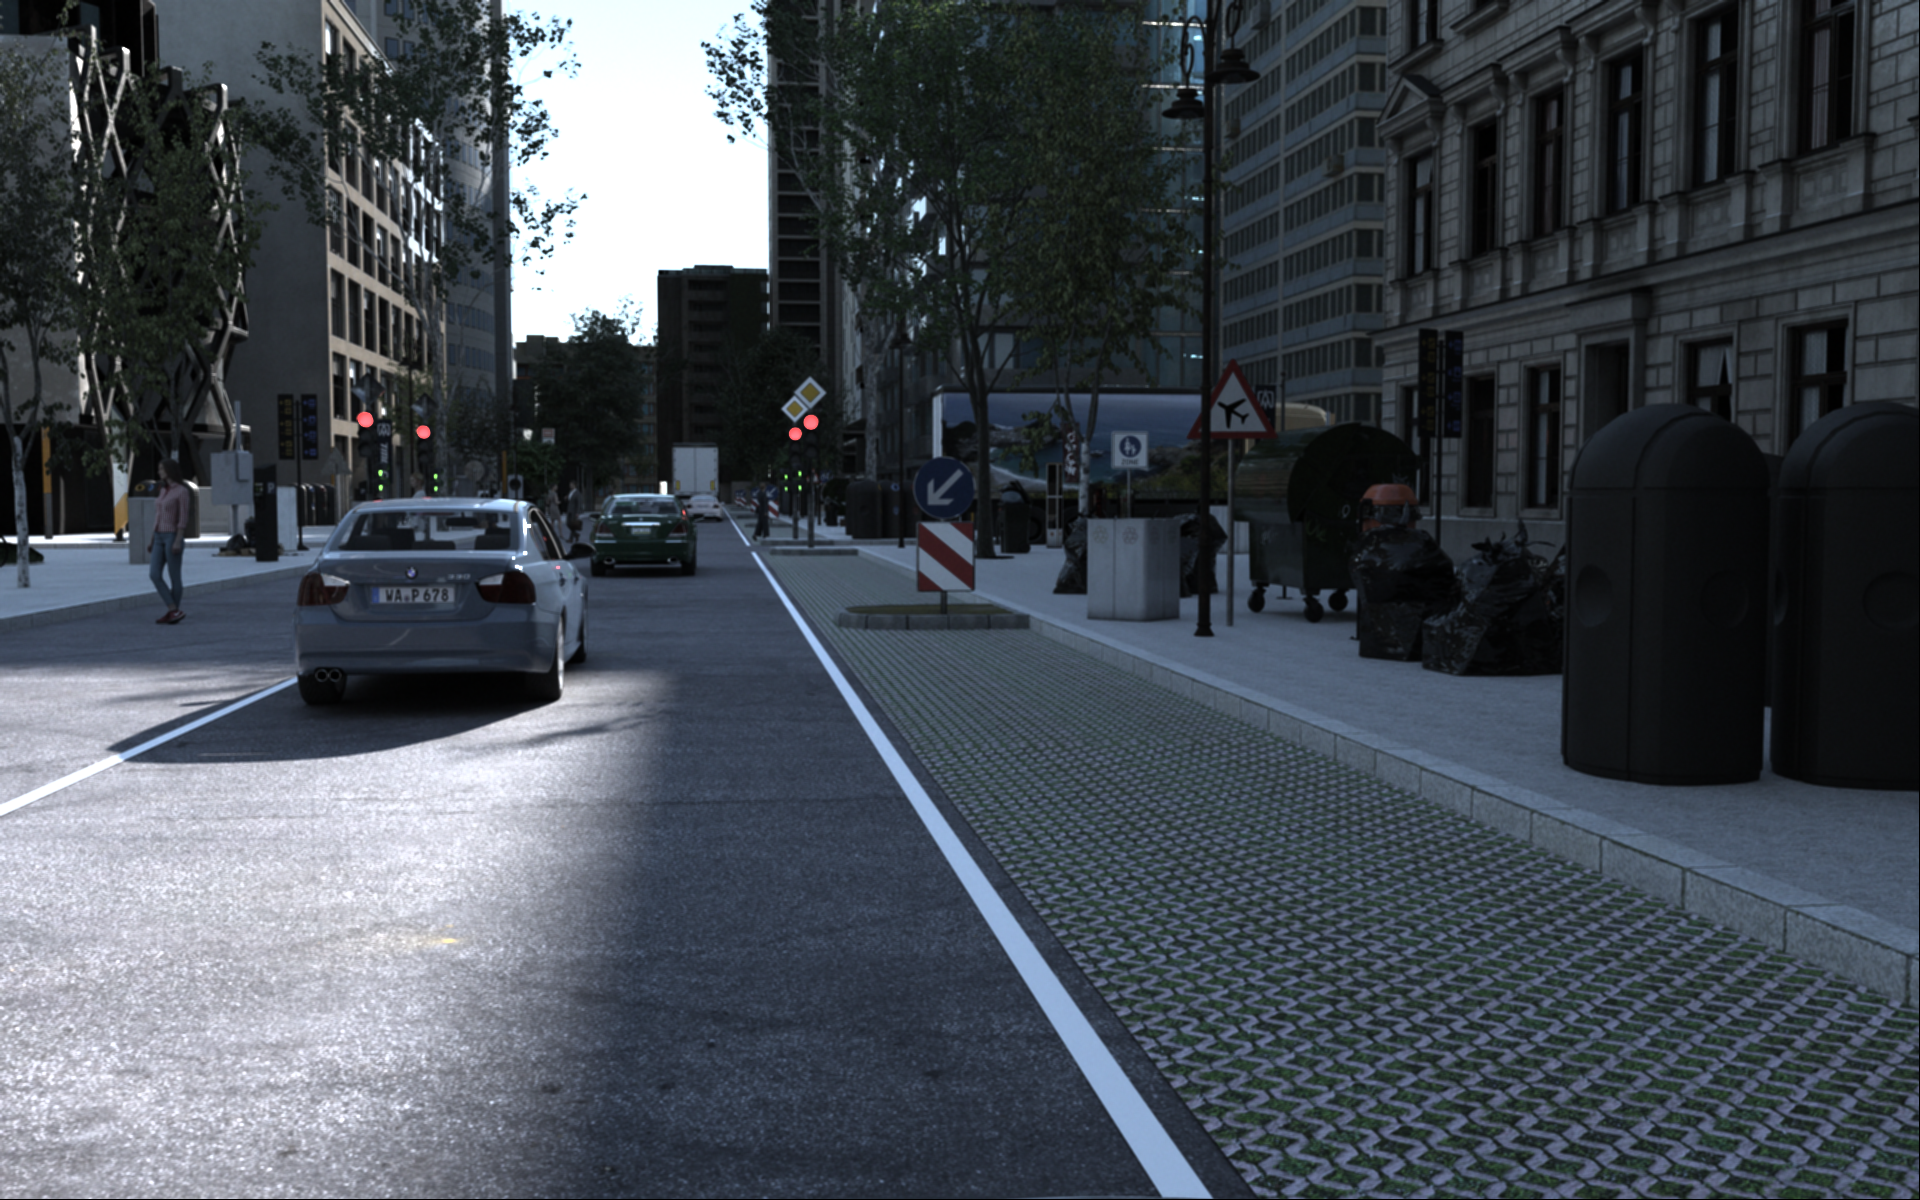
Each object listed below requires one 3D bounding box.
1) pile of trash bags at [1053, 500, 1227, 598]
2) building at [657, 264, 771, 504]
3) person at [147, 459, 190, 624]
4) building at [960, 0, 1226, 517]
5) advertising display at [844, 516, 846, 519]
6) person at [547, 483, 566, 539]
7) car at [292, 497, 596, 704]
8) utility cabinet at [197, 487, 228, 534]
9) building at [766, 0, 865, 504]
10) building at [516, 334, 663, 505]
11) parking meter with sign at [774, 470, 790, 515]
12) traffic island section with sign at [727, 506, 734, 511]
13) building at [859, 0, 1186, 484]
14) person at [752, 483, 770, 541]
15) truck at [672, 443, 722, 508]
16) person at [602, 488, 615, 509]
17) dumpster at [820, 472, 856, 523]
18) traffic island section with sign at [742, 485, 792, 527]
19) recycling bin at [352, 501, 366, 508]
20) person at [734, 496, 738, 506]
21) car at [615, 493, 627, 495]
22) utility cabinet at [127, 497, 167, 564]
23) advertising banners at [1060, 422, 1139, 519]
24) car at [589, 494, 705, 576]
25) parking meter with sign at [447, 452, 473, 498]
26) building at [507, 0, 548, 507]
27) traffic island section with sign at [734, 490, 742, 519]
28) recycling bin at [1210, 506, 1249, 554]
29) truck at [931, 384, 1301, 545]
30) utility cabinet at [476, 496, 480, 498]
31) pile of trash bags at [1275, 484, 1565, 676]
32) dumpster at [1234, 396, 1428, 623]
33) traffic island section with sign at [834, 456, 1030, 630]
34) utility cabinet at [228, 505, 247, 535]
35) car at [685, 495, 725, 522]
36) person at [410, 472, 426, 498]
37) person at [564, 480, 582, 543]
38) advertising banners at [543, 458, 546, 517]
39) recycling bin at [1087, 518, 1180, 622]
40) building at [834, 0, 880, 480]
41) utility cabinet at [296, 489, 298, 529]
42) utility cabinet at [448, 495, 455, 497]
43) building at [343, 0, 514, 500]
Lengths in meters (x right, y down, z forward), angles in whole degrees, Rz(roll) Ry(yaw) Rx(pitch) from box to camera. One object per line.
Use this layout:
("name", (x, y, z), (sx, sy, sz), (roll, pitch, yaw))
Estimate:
("pile of trash bags", (2.806, -0.748, 21.987), (3.447, 1.369, 1.912), (3, 5, 44))
("building", (-31.467, -27.485, 221.081), (14.107, 30.474, 14.160), (0, 4, -8))
("person", (-8.779, -0.652, 19.175), (0.555, 1.821, 0.388), (1, 4, 20))
("building", (7.882, -29.944, 109.193), (23.786, 49.044, 30.456), (0, 4, -8))
("advertising display", (-5.611, -4.898, 85.288), (0.123, 1.923, 0.974), (-1, 4, -13))
("person", (-12.794, -2.815, 54.868), (0.599, 1.781, 0.374), (3, 5, 41))
("car", (-3.825, -0.073, 13.194), (2.014, 1.417, 4.499), (-1, 4, -9))
("utility cabinet", (-23.900, -2.853, 55.317), (1.173, 1.500, 0.318), (-2, 4, -26))
("building", (-14.492, -48.174, 225.895), (20.611, 71.187, 20.563), (0, 4, -8))
("building", (-53.684, -23.231, 224.870), (28.899, 21.520, 27.650), (0, 4, -8))
("parking meter with sign", (-10.602, -6.763, 106.833), (1.738, 3.016, 0.543), (0, 4, -3))
("traffic island section with sign", (-19.019, -8.673, 150.434), (1.989, 1.847, 2.006), (0, 4, -8))
("building", (3.679, -32.474, 150.552), (23.786, 49.044, 30.456), (0, 4, -8))
("person", (-6.035, -2.685, 52.821), (0.576, 1.772, 0.534), (2, 4, 32))
("truck", (-15.325, -6.855, 100.987), (2.839, 4.237, 11.283), (0, 4, -7))
("person", (-9.845, -2.359, 48.885), (0.330, 1.601, 0.589), (-3, 5, -40))
("dumpster", (-5.405, -4.551, 76.897), (1.502, 2.255, 1.985), (0, 4, -8))
("traffic island section with sign", (-8.294, -4.049, 74.836), (1.989, 1.847, 2.006), (0, 4, -8))
("recycling bin", (-20.581, -2.907, 60.089), (0.722, 1.027, 0.722), (3, 5, 40))
("person", (-24.744, -11.237, 192.737), (0.721, 1.766, 1.217), (2, 4, 29))
("car", (-21.116, -6.129, 109.003), (1.959, 1.807, 4.718), (-1, 4, -10))
("utility cabinet", (-15.041, -1.281, 32.111), (0.306, 1.237, 1.020), (0, 4, -1))
("advertising banners", (3.356, -2.800, 41.966), (2.074, 3.025, 0.090), (2, 4, 29))
("car", (-5.763, -1.223, 31.796), (2.131, 1.459, 4.920), (-1, 4, -8))
("parking meter with sign", (-20.559, -4.630, 71.969), (1.738, 3.016, 0.543), (-3, 4, -37))
("building", (-57.573, -52.665, 173.742), (31.000, 86.520, 22.319), (0, 4, -8))
("traffic island section with sign", (-12.080, -5.682, 101.525), (1.989, 1.847, 2.006), (0, 4, -8))
("recycling bin", (5.850, -1.518, 37.379), (0.722, 1.027, 0.722), (3, 4, 37))
("truck", (4.957, -3.498, 46.108), (11.283, 4.237, 2.839), (0, 4, -7))
("utility cabinet", (-20.551, -3.809, 73.446), (0.306, 1.237, 1.020), (-2, 4, -25))
("pile of trash bags", (4.013, -0.254, 13.900), (1.912, 1.369, 3.447), (-1, 4, -11))
("dumpster", (3.822, -0.950, 18.028), (1.502, 2.255, 1.985), (0, 4, -8))
("traffic island section with sign", (-0.373, -0.639, 19.078), (1.989, 1.847, 2.006), (0, 4, -8))
("utility cabinet", (-22.299, -2.625, 54.074), (1.020, 1.237, 0.306), (-2, 4, -27))
("car", (-13.306, -4.759, 90.173), (2.083, 1.381, 4.827), (0, 4, -6))
("person", (-8.710, -1.168, 27.953), (0.624, 1.780, 0.694), (0, 4, -1))
("person", (-11.344, -2.596, 50.905), (0.622, 1.834, 0.822), (2, 4, 26))
("advertising banners", (-19.986, -5.333, 83.385), (0.090, 3.025, 2.074), (-1, 4, -10))
("recycling bin", (1.788, -0.322, 17.819), (0.722, 1.027, 0.722), (3, 4, 38))
("building", (2.109, -36.151, 180.305), (28.713, 52.752, 27.495), (0, 4, -8))
("utility cabinet", (-24.042, -3.274, 62.210), (0.318, 1.500, 1.173), (-2, 4, -29))
("utility cabinet", (-33.313, -6.260, 113.507), (1.020, 1.237, 0.306), (0, 4, 6))
("building", (-46.858, -36.112, 132.430), (21.231, 58.520, 28.212), (0, 4, -8))
